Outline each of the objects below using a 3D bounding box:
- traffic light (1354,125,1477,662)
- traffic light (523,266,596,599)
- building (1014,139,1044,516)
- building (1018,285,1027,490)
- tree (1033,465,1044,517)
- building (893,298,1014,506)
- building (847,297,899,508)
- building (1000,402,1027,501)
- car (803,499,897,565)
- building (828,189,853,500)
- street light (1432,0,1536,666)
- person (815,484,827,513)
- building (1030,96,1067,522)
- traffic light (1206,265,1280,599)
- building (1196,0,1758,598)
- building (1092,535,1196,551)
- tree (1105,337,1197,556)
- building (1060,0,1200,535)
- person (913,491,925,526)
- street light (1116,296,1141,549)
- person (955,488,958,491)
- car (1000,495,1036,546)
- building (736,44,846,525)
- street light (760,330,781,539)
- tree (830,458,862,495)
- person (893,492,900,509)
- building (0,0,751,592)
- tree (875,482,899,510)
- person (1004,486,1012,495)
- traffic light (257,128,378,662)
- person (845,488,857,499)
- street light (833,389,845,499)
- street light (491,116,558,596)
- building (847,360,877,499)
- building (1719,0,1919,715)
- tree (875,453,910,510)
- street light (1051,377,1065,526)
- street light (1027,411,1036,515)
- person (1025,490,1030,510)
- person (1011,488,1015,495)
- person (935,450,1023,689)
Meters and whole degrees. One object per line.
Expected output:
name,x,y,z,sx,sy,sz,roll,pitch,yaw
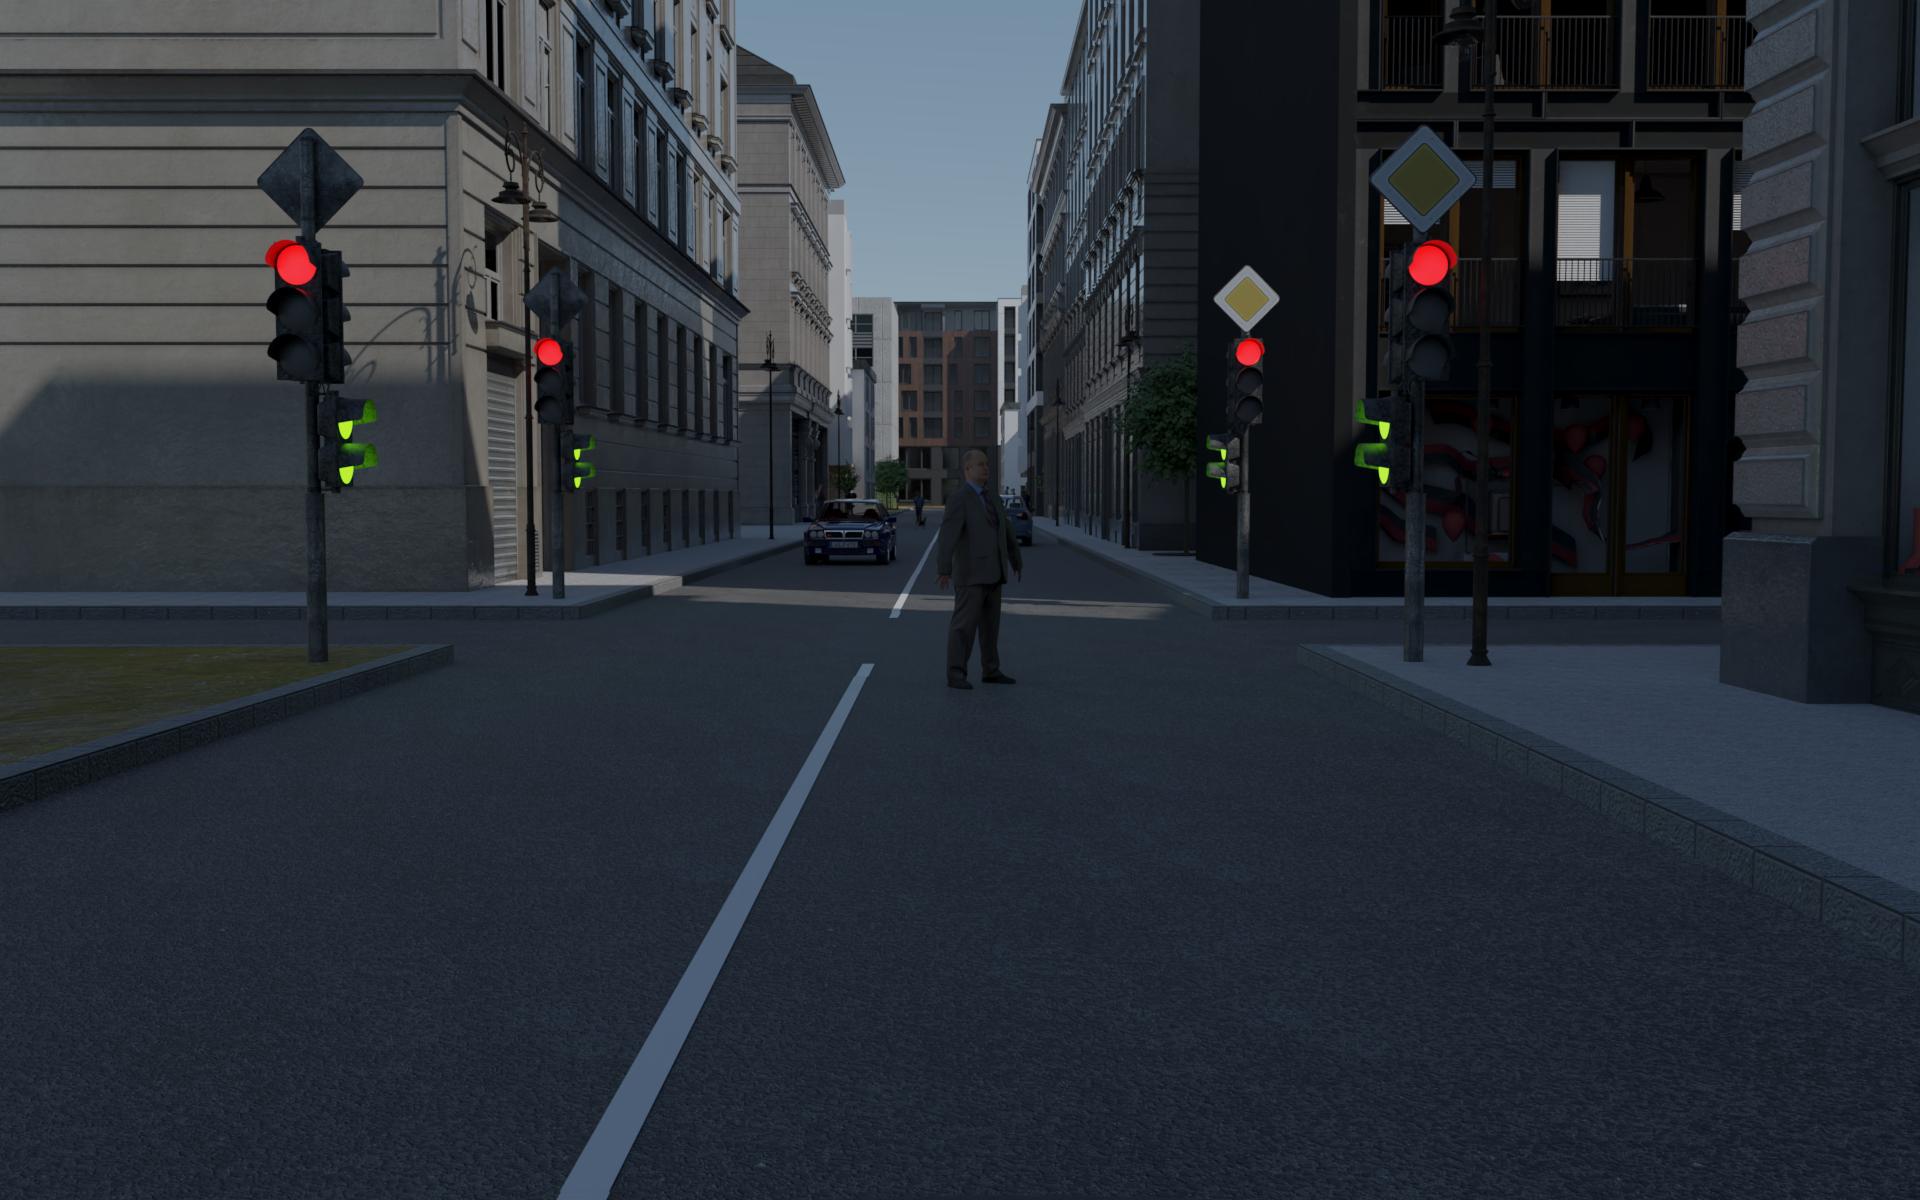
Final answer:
traffic light,3.460,-1.464,13.174,0.839,4.213,0.868,0,3,0
traffic light,-4.907,-1.951,21.137,0.839,4.213,0.868,0,3,0
building,18.332,-16.650,116.202,27.936,21.610,32.646,0,3,0
building,12.702,-17.235,138.216,16.016,20.091,11.380,0,3,0
tree,4.851,-6.343,98.304,1.663,3.219,1.824,0,3,0
building,1.770,-21.430,194.362,32.646,21.610,27.936,0,3,0
building,-21.878,-18.203,164.069,31.486,18.905,16.747,0,3,0
building,8.506,-13.232,158.488,9.099,9.664,28.070,0,3,0
car,-2.268,-1.451,36.300,1.945,1.354,3.894,0,4,1
building,-14.324,-15.031,102.181,16.016,20.091,11.380,0,3,0
street light,3.893,-2.448,12.810,0.468,5.910,1.993,0,3,0
person,-4.948,-3.315,61.705,0.415,1.643,0.593,-1,4,-10
building,9.671,-15.258,85.629,11.583,22.565,21.152,0,3,0
traffic light,3.454,-1.952,21.160,0.839,4.213,0.868,0,3,0
building,12.486,-12.056,26.794,15.834,23.373,12.332,0,3,0
building,8.713,-12.124,47.373,9.793,20.994,18.267,0,3,0
tree,4.685,-3.216,36.298,4.285,4.588,4.351,0,3,0
building,9.194,-13.263,66.005,9.793,20.994,18.267,0,3,0
person,-1.828,-4.093,77.628,0.499,1.552,0.429,2,4,33
street light,3.952,-4.151,40.650,0.468,5.910,1.993,0,3,0
person,-0.169,-4.981,90.602,0.551,1.740,0.621,-2,4,-27
car,1.149,-2.264,49.027,2.014,1.417,4.499,0,4,1
building,-11.270,-13.489,71.450,10.553,20.767,40.483,0,3,0
street light,-5.358,-4.667,49.090,0.468,5.910,1.993,0,3,0
tree,-6.210,-6.043,93.411,1.663,3.219,1.824,0,3,0
person,-5.369,-8.371,146.148,0.421,1.427,0.697,3,5,44
building,-13.711,-12.409,36.178,16.112,22.955,30.059,0,3,0
tree,-6.298,-9.110,143.551,1.663,3.219,1.824,0,3,0
person,3.416,-7.084,121.731,0.599,1.838,0.709,0,4,-2
traffic light,-4.901,-1.462,13.152,0.839,4.213,0.868,0,3,0
person,-5.481,-4.852,87.250,0.647,1.594,0.662,0,4,2
street light,-5.335,-6.335,76.367,0.468,5.910,1.993,0,3,0
street light,-5.412,-2.992,21.704,0.468,5.910,1.993,0,3,0
building,-10.409,-11.012,122.191,9.099,9.664,28.070,0,3,0
building,9.957,-10.579,1.848,11.050,23.489,19.941,0,3,0
tree,-6.128,-9.986,146.985,4.285,4.588,4.351,0,3,0
street light,3.865,-5.861,68.613,0.468,5.910,1.993,0,3,0
street light,3.941,-7.533,95.954,0.468,5.910,1.993,0,3,0
person,3.534,-5.175,93.199,0.613,1.512,0.480,-1,4,-15
person,4.296,-7.897,135.873,0.721,1.743,1.217,0,4,0
person,0.176,-0.237,12.935,0.434,1.755,0.990,3,5,44
